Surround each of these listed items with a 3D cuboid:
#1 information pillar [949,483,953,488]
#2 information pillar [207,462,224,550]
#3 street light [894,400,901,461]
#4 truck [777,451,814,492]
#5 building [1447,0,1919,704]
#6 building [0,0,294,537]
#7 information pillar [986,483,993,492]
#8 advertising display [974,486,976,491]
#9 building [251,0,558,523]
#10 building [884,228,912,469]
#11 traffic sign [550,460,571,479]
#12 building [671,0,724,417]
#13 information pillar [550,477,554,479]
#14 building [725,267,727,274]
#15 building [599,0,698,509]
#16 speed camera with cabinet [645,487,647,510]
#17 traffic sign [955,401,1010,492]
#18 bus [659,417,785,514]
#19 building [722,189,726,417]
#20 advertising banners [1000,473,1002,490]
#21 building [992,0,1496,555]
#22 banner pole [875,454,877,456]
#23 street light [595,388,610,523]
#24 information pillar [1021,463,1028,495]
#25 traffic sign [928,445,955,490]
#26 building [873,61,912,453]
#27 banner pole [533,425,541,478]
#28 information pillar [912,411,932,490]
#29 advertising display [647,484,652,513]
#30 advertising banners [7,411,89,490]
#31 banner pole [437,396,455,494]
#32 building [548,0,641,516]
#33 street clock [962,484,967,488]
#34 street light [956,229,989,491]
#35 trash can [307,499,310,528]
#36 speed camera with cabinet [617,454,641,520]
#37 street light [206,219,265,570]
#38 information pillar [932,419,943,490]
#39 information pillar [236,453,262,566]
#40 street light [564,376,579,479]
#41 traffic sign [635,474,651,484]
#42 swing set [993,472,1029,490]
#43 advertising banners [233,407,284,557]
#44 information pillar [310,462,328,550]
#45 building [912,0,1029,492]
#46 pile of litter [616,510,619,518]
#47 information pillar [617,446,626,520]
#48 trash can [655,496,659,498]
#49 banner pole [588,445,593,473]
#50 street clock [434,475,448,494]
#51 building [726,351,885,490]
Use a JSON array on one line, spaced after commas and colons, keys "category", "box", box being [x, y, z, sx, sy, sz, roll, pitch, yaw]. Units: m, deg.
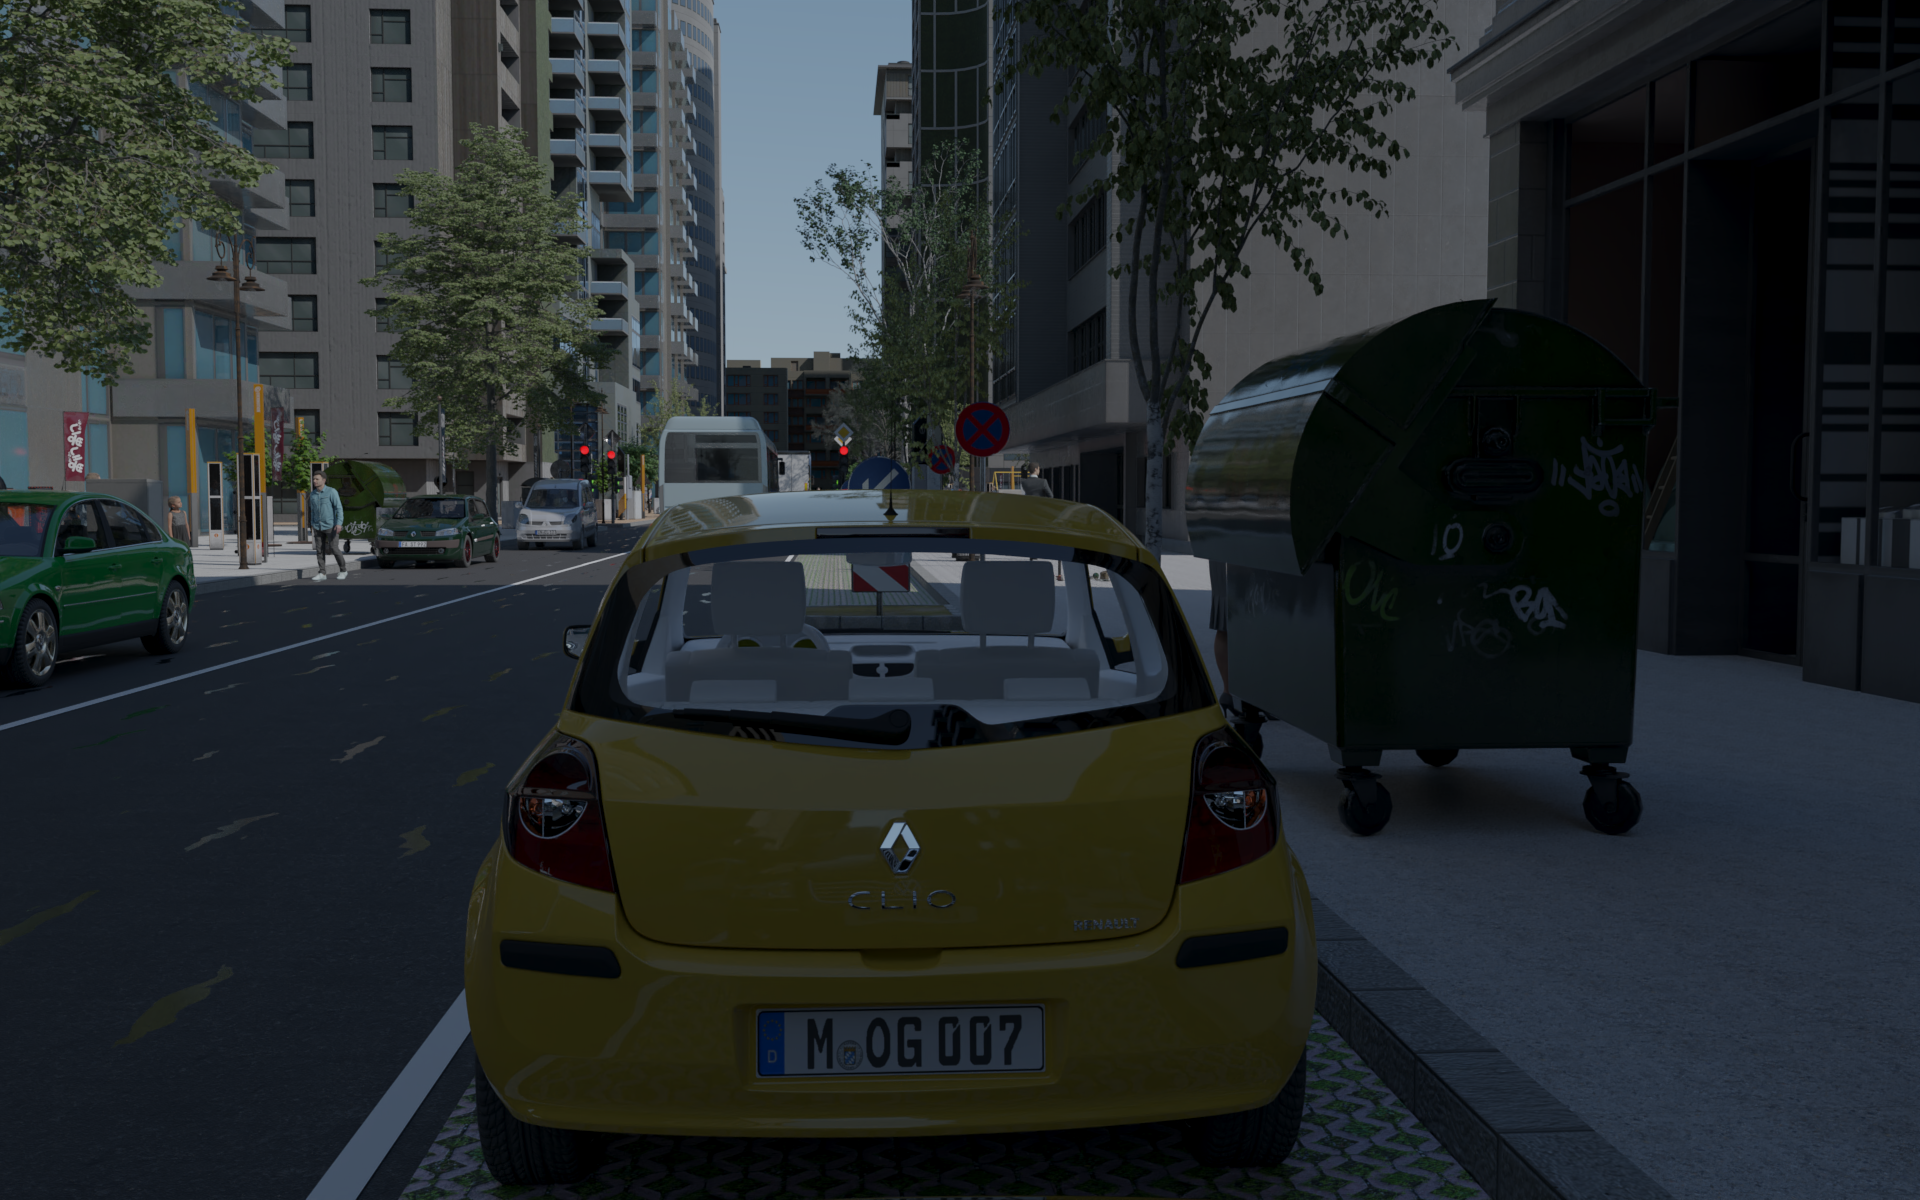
[{"category": "information pillar", "box": [-0.790, -7.648, 129.528, 0.304, 2.012, 0.304, -1, 4, -20]}, {"category": "information pillar", "box": [-17.059, -2.154, 39.704, 0.304, 2.012, 0.304, -1, 4, -20]}, {"category": "street light", "box": [-2.529, -5.781, 67.301, 0.468, 5.910, 1.993, 0, 4, -4]}, {"category": "truck", "box": [-11.411, -7.907, 118.190, 2.839, 4.237, 11.283, 0, 4, -5]}, {"category": "building", "box": [9.509, -10.057, 15.339, 10.553, 20.767, 40.483, 0, 4, -4]}, {"category": "building", "box": [-36.780, -26.301, 49.628, 30.456, 49.044, 23.786, 0, 4, -4]}, {"category": "information pillar", "box": [1.940, -6.688, 113.841, 0.304, 2.012, 0.304, 3, 5, 41]}, {"category": "advertising display", "box": [1.123, -8.560, 145.176, 0.123, 1.923, 0.974, -2, 4, -24]}, {"category": "building", "box": [-27.739, -19.058, 83.305, 14.160, 30.474, 14.107, 0, 4, -4]}, {"category": "building", "box": [-1.328, -25.573, 189.821, 14.160, 30.474, 14.107, 0, 4, -4]}, {"category": "traffic sign", "box": [-14.826, -3.924, 64.263, 0.768, 2.556, 0.104, 0, 4, 0]}, {"category": "building", "box": [-37.951, -39.807, 192.846, 21.231, 58.520, 28.212, 0, 4, -4]}, {"category": "information pillar", "box": [-17.583, -4.327, 75.243, 0.304, 2.012, 0.304, -3, 4, -38]}, {"category": "building", "box": [-46.178, -34.147, 250.185, 23.993, 40.220, 32.217, 0, 4, -4]}, {"category": "building", "box": [-36.708, -33.288, 163.870, 23.786, 49.044, 30.456, 0, 4, -4]}, {"category": "speed camera with cabinet", "box": [-25.229, -9.115, 143.367, 2.038, 3.252, 0.660, -1, 4, -11]}, {"category": "traffic sign", "box": [0.315, -1.459, 23.954, 0.768, 2.556, 0.104, 0, 4, 5]}, {"category": "bus", "box": [-6.410, -3.236, 47.769, 2.948, 3.499, 13.247, 0, 4, -5]}, {"category": "building", "box": [-36.249, -32.487, 214.756, 14.086, 41.232, 14.154, 0, 4, -4]}, {"category": "advertising banners", "box": [3.056, -8.887, 141.487, 0.090, 3.025, 2.074, -1, 4, -21]}, {"category": "building", "box": [9.161, -14.162, 50.608, 14.314, 24.678, 30.058, 0, 4, -4]}, {"category": "banner pole", "box": [-5.007, -7.179, 107.385, 0.863, 3.779, 0.401, 1, 4, 23]}, {"category": "street light", "box": [-15.569, -6.280, 75.459, 0.468, 5.910, 1.993, 0, 4, -4]}, {"category": "information pillar", "box": [4.492, -7.902, 120.552, 0.504, 3.616, 0.183, 1, 4, 15]}, {"category": "traffic sign", "box": [-0.471, -2.731, 44.757, 0.768, 2.556, 0.104, 0, 4, -3]}, {"category": "building", "box": [4.194, -37.989, 210.351, 28.713, 52.752, 27.495, 0, 4, -4]}, {"category": "banner pole", "box": [-15.153, -4.410, 62.114, 0.401, 3.779, 0.863, -2, 4, -31]}, {"category": "information pillar", "box": [-1.130, -3.531, 49.092, 0.504, 3.616, 0.183, -3, 5, -42]}, {"category": "advertising display", "box": [-20.687, -6.741, 115.421, 0.123, 1.923, 0.974, 0, 4, 1]}, {"category": "advertising banners", "box": [-19.233, -2.445, 36.161, 2.074, 3.025, 0.090, -3, 5, -45]}, {"category": "banner pole", "box": [-13.289, -3.331, 44.477, 0.401, 3.779, 0.863, 0, 4, -5]}, {"category": "building", "box": [-32.034, -48.880, 111.862, 22.319, 86.520, 31.000, 0, 4, -4]}, {"category": "street clock", "box": [0.317, -7.582, 128.538, 0.358, 2.002, 0.471, 1, 4, 20]}, {"category": "street light", "box": [0.208, -3.530, 30.497, 0.468, 5.910, 1.993, 0, 4, -4]}, {"category": "trash can", "box": [-24.549, -3.290, 65.441, 0.748, 1.137, 0.748, 0, 3, 0]}, {"category": "speed camera with cabinet", "box": [-16.656, -5.680, 87.203, 0.660, 3.252, 2.038, 1, 4, 9]}, {"category": "street light", "box": [-12.208, -3.459, 29.341, 0.468, 5.910, 1.993, 0, 4, -4]}, {"category": "information pillar", "box": [-0.743, -3.610, 50.383, 0.504, 3.616, 0.183, 2, 4, 27]}, {"category": "information pillar", "box": [-12.791, -1.632, 31.170, 0.304, 2.012, 0.304, 0, 4, 0]}, {"category": "street light", "box": [-14.837, -5.710, 66.153, 0.468, 5.910, 1.993, 0, 4, -4]}, {"category": "traffic sign", "box": [-17.054, -5.698, 93.171, 0.884, 2.594, 0.081, 0, 4, 4]}, {"category": "swing set", "box": [3.924, -7.650, 122.692, 3.119, 2.851, 2.862, -1, 4, -15]}, {"category": "advertising banners", "box": [-14.302, -2.396, 35.355, 2.074, 3.025, 0.090, 3, 5, 40]}, {"category": "information pillar", "box": [-14.652, -2.151, 39.664, 0.304, 2.012, 0.304, 0, 4, 3]}, {"category": "building", "box": [3.705, -44.798, 170.700, 20.563, 71.187, 20.611, 0, 4, -4]}, {"category": "pile of litter", "box": [-18.640, -4.765, 91.880, 1.719, 0.858, 1.176, -2, 4, -24]}, {"category": "information pillar", "box": [-16.535, -5.708, 84.680, 0.504, 3.616, 0.183, 3, 4, 38]}, {"category": "trash can", "box": [-22.985, -7.395, 132.554, 0.748, 1.137, 0.748, 0, 3, 0]}, {"category": "banner pole", "box": [-18.893, -6.026, 88.549, 0.401, 3.779, 0.863, 0, 4, 4]}, {"category": "street clock", "box": [-19.911, -3.785, 66.462, 0.471, 2.002, 0.358, -3, 5, -39]}, {"category": "building", "box": [-19.125, -24.835, 251.083, 28.899, 21.520, 27.650, 0, 4, -4]}]
